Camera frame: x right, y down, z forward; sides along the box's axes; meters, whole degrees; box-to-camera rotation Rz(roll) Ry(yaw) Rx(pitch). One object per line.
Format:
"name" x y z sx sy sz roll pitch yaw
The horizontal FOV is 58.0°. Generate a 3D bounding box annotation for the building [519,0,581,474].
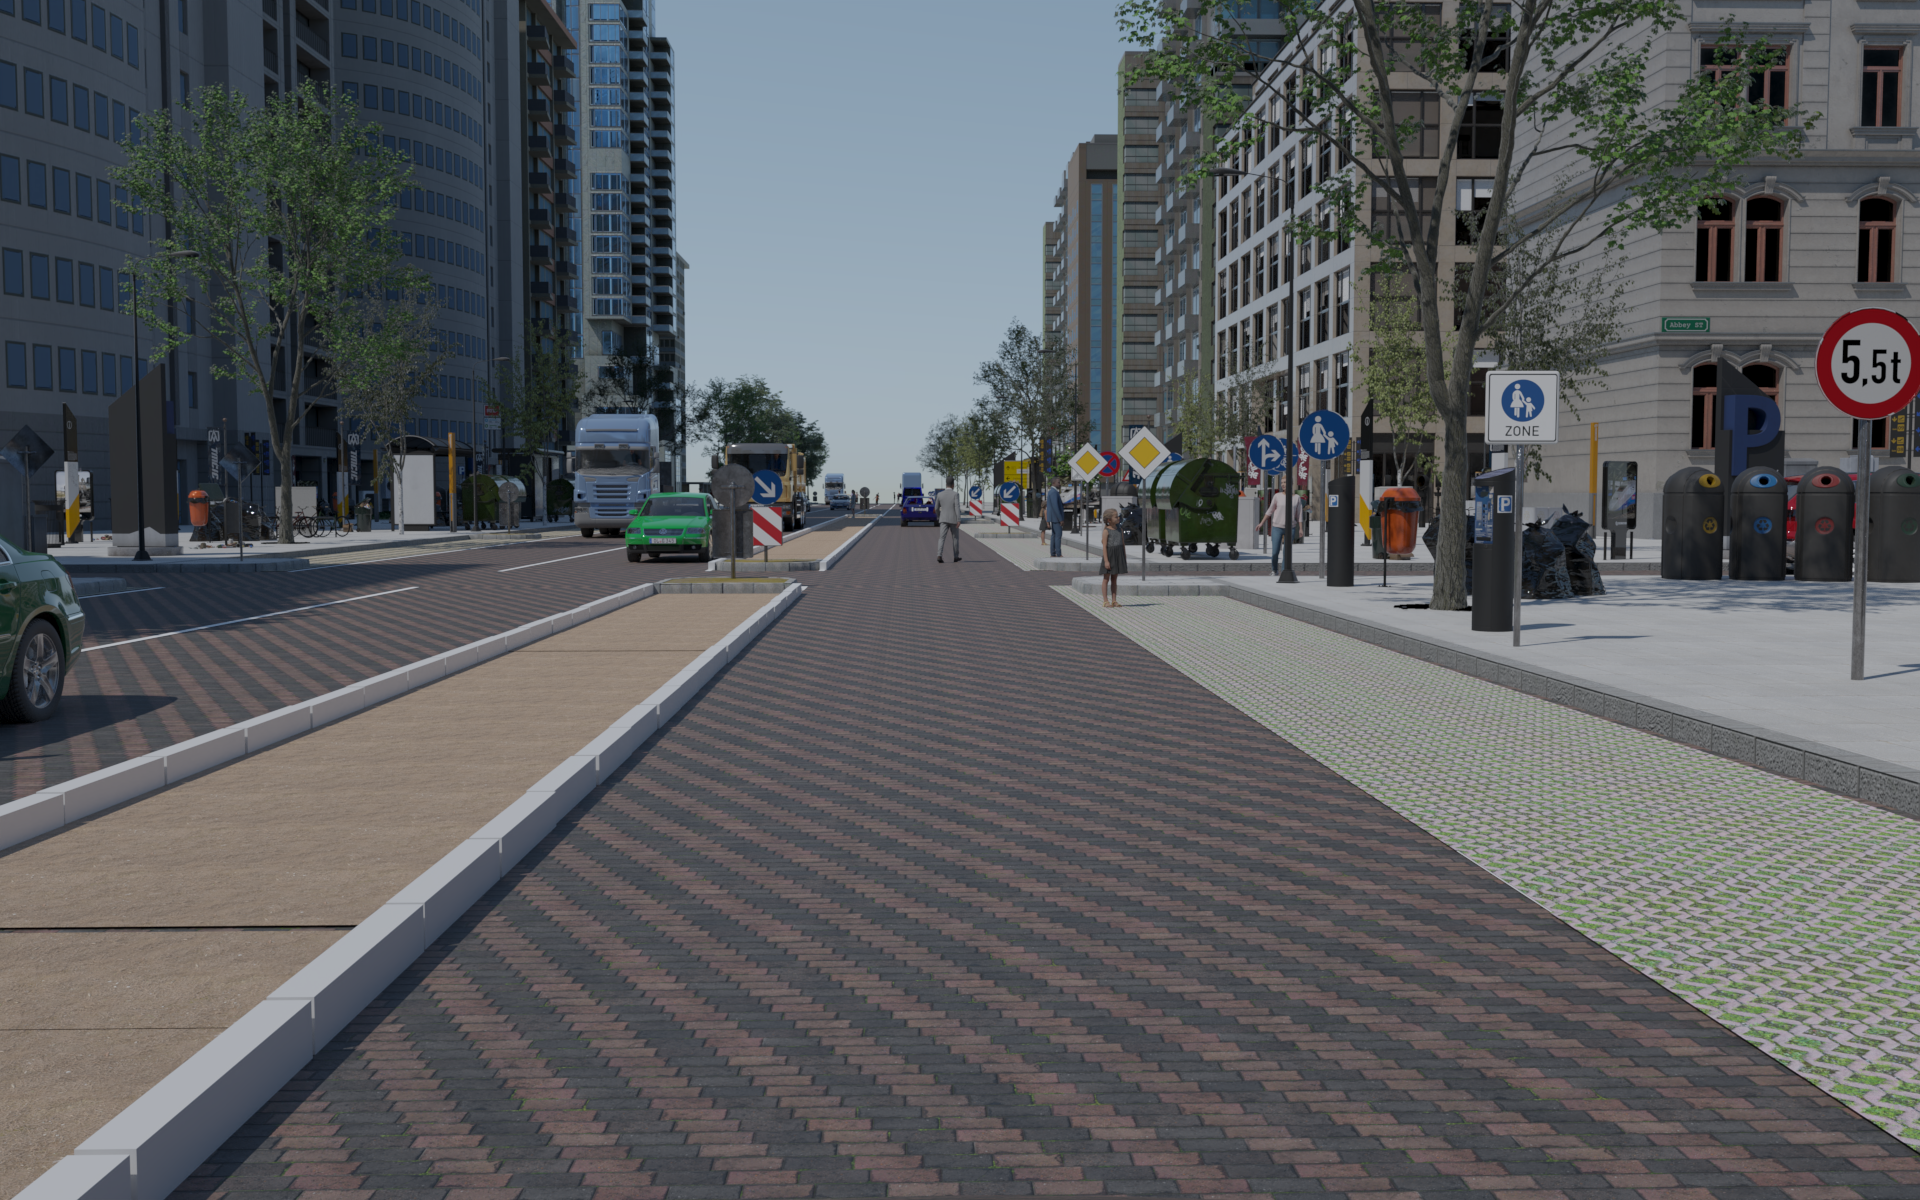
"building" -45.445 -30.268 149.511 22.147 44.769 28.867 0 4 -2

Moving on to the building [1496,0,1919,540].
"building" 30.377 -16.327 54.330 23.554 28.519 14.401 0 4 -2

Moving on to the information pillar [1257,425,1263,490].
"information pillar" 10.201 -4.134 58.951 0.183 3.616 0.504 0 4 -5

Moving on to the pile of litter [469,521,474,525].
"pile of litter" -21.073 -3.604 72.896 1.719 0.858 1.176 3 5 42

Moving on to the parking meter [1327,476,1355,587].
"parking meter" 5.284 -0.955 24.019 0.372 1.533 0.369 0 3 0

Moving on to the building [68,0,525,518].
"building" -44.215 -35.375 120.381 21.231 58.520 28.212 0 4 -2

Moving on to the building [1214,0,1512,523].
"building" 26.199 -17.604 92.345 19.350 26.468 34.151 0 4 -2

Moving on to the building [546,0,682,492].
"building" -46.967 -55.487 219.882 22.319 86.520 31.000 0 4 -2

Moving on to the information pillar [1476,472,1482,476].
"information pillar" 17.416 -3.264 57.866 0.304 2.012 0.304 0 4 -6

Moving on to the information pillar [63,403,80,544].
"information pillar" -22.941 -3.263 44.703 0.183 3.616 0.504 0 4 4

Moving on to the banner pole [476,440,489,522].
"banner pole" -21.934 -5.498 79.901 0.401 3.779 0.863 0 4 -3

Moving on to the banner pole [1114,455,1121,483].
"banner pole" 9.929 -7.274 108.946 0.863 3.779 0.401 -3 5 -44

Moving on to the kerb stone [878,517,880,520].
"kerb stone" -4.305 -4.053 88.455 0.120 0.150 1.000 0 4 -2

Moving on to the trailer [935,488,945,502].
"trailer" -2.049 -10.216 174.074 1.471 1.999 3.904 0 4 -3

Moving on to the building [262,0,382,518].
"building" -43.283 -40.021 92.601 20.563 71.187 20.611 0 4 -2

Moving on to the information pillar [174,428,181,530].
"information pillar" -27.688 -4.272 61.199 0.183 3.616 0.504 -2 4 -26

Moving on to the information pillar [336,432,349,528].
"information pillar" -23.222 -4.510 65.097 0.183 3.616 0.504 2 4 25

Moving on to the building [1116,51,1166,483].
"building" 21.637 -29.382 163.986 14.154 41.232 14.086 0 4 -2

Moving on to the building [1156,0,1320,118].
"building" 28.171 -31.919 141.481 23.786 49.044 30.456 0 4 -2

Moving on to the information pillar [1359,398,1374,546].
"information pillar" 10.002 -3.135 42.606 0.183 3.616 0.504 -1 4 -16

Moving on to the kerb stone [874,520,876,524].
"kerb stone" -3.984 -3.424 78.199 0.120 0.150 1.000 0 4 -2

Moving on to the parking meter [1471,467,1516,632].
"parking meter" 4.999 -0.478 16.229 0.372 1.533 0.369 0 3 0

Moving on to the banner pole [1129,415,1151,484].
"banner pole" 5.734 -3.963 54.813 0.863 3.779 0.401 1 4 12

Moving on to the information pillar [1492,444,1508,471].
"information pillar" 10.919 -2.670 35.011 0.183 3.616 0.504 -1 4 -13

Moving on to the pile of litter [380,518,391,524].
"pile of litter" -24.537 -3.790 75.931 1.719 0.858 1.176 -1 4 -13

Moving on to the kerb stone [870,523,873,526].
"kerb stone" -3.752 -2.986 71.019 0.120 0.150 1.000 0 4 -2

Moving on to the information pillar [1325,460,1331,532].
"information pillar" 12.292 -4.073 57.942 0.183 3.616 0.504 2 4 28

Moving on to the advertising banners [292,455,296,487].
"advertising banners" -30.111 -4.994 77.836 0.090 3.025 2.074 -2 4 -34

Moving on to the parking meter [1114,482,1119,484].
"parking meter" 7.289 -4.544 80.012 0.399 1.863 0.255 1 4 12

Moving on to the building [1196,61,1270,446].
"building" 23.316 -21.271 119.484 14.160 30.474 14.107 0 4 -2

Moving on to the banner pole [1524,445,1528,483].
"banner pole" 14.968 -3.422 45.964 0.401 3.779 0.863 2 4 32

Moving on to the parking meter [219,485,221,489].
"parking meter" -28.498 -3.703 66.247 0.399 1.863 0.255 -2 4 -35

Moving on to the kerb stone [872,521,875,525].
"kerb stone" -3.880 -3.237 75.115 0.120 0.150 1.000 0 4 -2

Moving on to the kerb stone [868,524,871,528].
"kerb stone" -3.674 -2.799 67.954 0.120 0.150 1.000 0 4 -2

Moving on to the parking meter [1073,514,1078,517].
"parking meter" 6.464 -5.454 97.582 0.372 1.533 0.369 0 3 0

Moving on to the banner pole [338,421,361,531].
"banner pole" -21.084 -4.271 59.840 0.863 3.779 0.401 -3 4 -38

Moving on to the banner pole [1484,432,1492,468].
"banner pole" 21.171 -4.838 69.124 0.863 3.779 0.401 1 4 21

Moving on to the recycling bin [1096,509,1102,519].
"recycling bin" 7.503 -4.758 90.341 0.722 1.027 0.722 1 4 20

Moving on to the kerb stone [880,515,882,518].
"kerb stone" -4.516 -4.483 95.635 0.120 0.150 1.000 0 4 -2

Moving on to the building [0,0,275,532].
"building" -40.436 -31.725 60.709 21.231 58.520 28.212 0 4 -2

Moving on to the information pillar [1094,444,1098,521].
"information pillar" 6.335 -5.511 81.465 0.183 3.616 0.504 -1 4 -14

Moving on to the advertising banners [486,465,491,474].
"advertising banners" -28.779 -6.507 102.578 2.074 3.025 0.090 -2 4 -33

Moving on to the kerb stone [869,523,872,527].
"kerb stone" -3.734 -2.924 69.997 0.120 0.150 1.000 0 4 -2

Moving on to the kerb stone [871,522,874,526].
"kerb stone" -3.824 -3.111 73.065 0.120 0.150 1.000 0 4 -2

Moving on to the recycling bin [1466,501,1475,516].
"recycling bin" 19.779 -3.313 66.722 0.722 1.027 0.722 -2 4 -33

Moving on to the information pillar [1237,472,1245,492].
"information pillar" 9.134 -3.201 56.823 0.304 2.012 0.304 2 4 32

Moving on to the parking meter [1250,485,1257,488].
"parking meter" 14.268 -4.790 84.032 0.255 1.863 0.399 2 4 34

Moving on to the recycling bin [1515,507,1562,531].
"recycling bin" 11.066 -1.270 33.311 0.722 1.027 0.722 -1 4 -21

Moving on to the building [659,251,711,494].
"building" -52.573 -34.073 248.973 32.217 40.220 23.993 0 4 -2

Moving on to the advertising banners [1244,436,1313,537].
"advertising banners" 9.548 -3.415 52.019 2.074 3.025 0.090 1 4 19

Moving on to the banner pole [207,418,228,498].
"banner pole" -24.331 -4.092 56.921 0.401 3.779 0.863 3 4 38
